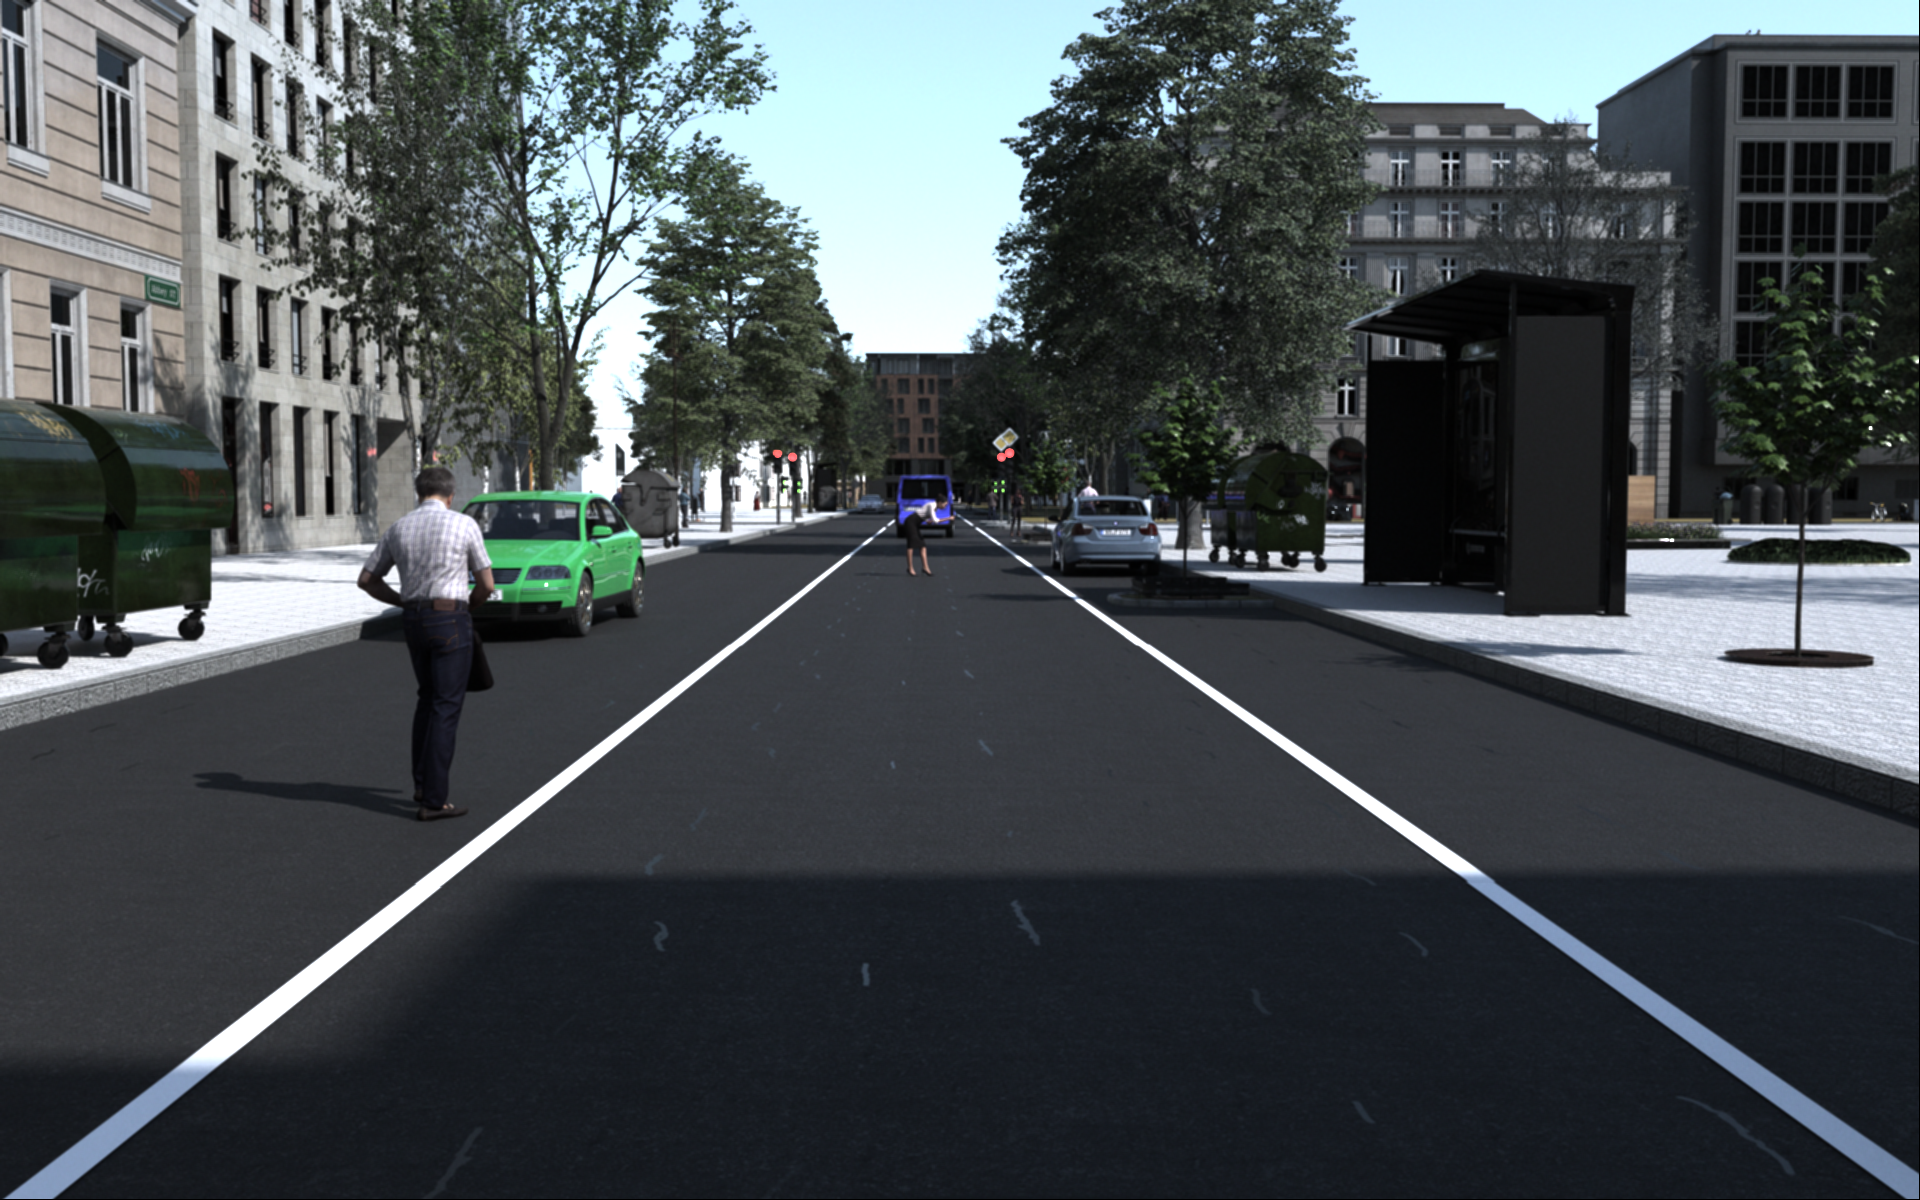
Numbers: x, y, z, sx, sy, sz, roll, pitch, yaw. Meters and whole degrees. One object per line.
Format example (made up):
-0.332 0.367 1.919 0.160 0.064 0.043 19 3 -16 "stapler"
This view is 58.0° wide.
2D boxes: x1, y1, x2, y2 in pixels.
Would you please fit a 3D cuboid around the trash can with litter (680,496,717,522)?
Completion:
-12.443 -4.265 80.796 1.678 1.210 2.233 -2 4 -32 "trash can with litter"

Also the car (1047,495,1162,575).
2.643 -1.212 31.817 2.014 1.417 4.499 0 4 -1 "car"

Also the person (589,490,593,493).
-21.652 -5.701 101.794 0.480 1.512 0.613 1 4 9 "person"

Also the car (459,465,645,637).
-4.611 -0.610 18.762 1.959 1.807 4.718 0 4 0 "car"

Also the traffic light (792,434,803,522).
-7.676 -5.545 79.902 0.839 4.213 0.868 0 4 -1 "traffic light"

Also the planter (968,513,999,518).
1.474 -5.121 104.861 1.991 0.319 1.994 0 4 -1 "planter"

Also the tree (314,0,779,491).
-7.335 -6.444 31.116 9.928 11.665 9.643 0 3 0 "tree"

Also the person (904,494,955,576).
-0.569 -1.139 30.304 0.799 1.438 0.628 -2 4 -28 "person"

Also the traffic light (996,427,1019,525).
2.030 -5.068 72.109 0.839 4.213 0.868 0 4 -1 "traffic light"

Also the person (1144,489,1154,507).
9.223 -4.662 84.479 0.429 1.552 0.499 -1 4 -16 "person"

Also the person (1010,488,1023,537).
1.928 -2.971 58.539 0.415 1.643 0.593 2 4 29 "person"

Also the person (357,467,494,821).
-2.406 0.176 7.830 0.614 1.554 0.590 0 4 8 "person"

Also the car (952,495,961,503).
-0.889 -12.792 221.504 2.083 1.381 4.827 0 4 1 "car"

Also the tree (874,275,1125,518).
3.676 -11.251 94.322 12.009 13.543 11.850 0 3 0 "tree"

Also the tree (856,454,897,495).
-11.264 -17.133 214.542 7.601 10.594 8.767 -1 4 -21 "tree"

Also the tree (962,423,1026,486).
3.601 -14.679 162.053 6.751 12.117 7.091 0 3 0 "tree"

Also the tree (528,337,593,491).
-27.733 -11.694 113.253 6.751 12.117 7.091 0 3 0 "tree"

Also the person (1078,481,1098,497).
4.166 -2.984 55.767 0.756 1.711 0.436 2 4 30 "person"

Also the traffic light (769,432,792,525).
-7.529 -5.056 71.918 0.839 4.213 0.868 0 4 -1 "traffic light"

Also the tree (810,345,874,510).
-9.522 -14.217 142.819 12.009 13.543 11.850 0 3 0 "tree"

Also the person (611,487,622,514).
-10.601 -2.794 54.421 0.574 1.496 0.600 3 4 39 "person"

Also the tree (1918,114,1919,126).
25.405 -7.338 42.035 6.751 12.117 7.091 0 3 0 "tree"

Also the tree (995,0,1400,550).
5.431 -8.152 39.936 9.857 13.997 8.962 0 3 0 "tree"

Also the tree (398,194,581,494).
-11.799 -5.649 42.727 4.737 8.622 4.395 0 3 0 "tree"

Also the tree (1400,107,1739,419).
19.611 -8.914 56.114 12.009 13.543 11.850 0 3 0 "tree"

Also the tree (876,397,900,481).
-10.920 -17.510 193.715 7.806 13.903 7.818 0 3 0 "tree"

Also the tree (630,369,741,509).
-22.832 -14.458 146.758 12.009 13.543 11.850 0 3 0 "tree"

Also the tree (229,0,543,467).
-7.622 -4.498 23.903 4.360 8.622 3.978 0 3 0 "tree"

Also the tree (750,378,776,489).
-11.209 -8.291 85.912 4.360 8.622 3.978 0 3 0 "tree"

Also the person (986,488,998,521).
1.639 -4.823 88.176 0.655 1.722 0.431 1 4 15 "person"

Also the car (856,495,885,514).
-6.572 -7.066 127.894 2.083 1.381 4.827 0 4 1 "car"

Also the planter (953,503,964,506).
-0.465 -11.585 210.552 1.991 0.319 1.994 0 4 -1 "planter"

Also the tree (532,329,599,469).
-30.200 -13.426 126.931 7.806 13.903 7.818 0 3 0 "tree"

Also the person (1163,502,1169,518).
10.989 -5.169 92.018 0.517 1.644 0.566 1 4 19 "person"

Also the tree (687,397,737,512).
-17.838 -10.495 121.962 4.737 8.622 4.395 0 3 0 "tree"

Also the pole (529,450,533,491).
-19.855 -5.278 80.138 0.158 3.312 0.155 0 3 0 "pole"

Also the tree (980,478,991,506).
2.645 -12.987 206.940 1.663 3.219 1.824 0 3 0 "tree"

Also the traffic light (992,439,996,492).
1.884 -5.556 80.093 0.839 4.213 0.868 0 4 -1 "traffic light"

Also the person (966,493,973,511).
0.811 -8.299 146.876 0.574 1.496 0.600 0 4 -7 "person"

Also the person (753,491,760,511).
-15.316 -7.456 130.408 0.523 1.526 0.387 0 4 5 "person"

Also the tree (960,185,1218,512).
4.700 -7.935 55.492 9.928 11.665 9.643 0 3 0 "tree"

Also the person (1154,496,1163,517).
10.988 -5.299 95.910 0.697 1.427 0.421 2 4 26 "person"

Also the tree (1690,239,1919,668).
6.407 -1.145 13.330 1.663 3.219 1.824 0 3 0 "tree"

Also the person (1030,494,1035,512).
4.243 -5.892 103.843 0.517 1.644 0.566 -2 4 -27 "person"

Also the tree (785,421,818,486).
-10.038 -9.423 104.432 4.360 8.622 3.978 0 3 0 "tree"

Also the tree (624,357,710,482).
-22.914 -13.120 136.573 6.751 12.117 7.091 0 3 0 "tree"

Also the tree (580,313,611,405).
-12.331 -6.031 48.964 4.737 8.622 4.395 0 3 0 "tree"

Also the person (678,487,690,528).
-10.407 -3.495 65.393 0.429 1.552 0.499 -1 4 -19 "person"

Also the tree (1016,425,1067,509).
7.154 -12.273 151.022 4.360 8.622 3.978 0 3 0 "tree"

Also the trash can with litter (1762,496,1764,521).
37.550 -4.251 80.889 0.624 1.170 1.055 2 4 32 "trash can with litter"

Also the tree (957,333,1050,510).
3.603 -14.048 137.102 7.806 13.903 7.818 0 3 0 "tree"

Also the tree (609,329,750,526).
-11.427 -7.245 68.817 4.360 8.622 3.978 0 3 0 "tree"

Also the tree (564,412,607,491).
-33.775 -13.129 149.068 7.601 10.594 8.767 -3 5 -45 "tree"

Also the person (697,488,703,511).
-19.630 -7.608 131.122 0.600 1.739 0.565 -3 5 -40 "person"

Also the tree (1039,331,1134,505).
5.238 -7.366 70.789 4.737 8.622 4.395 0 3 0 "tree"

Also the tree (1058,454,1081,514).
5.023 -5.406 82.989 1.663 3.219 1.824 0 3 0 "tree"

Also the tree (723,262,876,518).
-9.077 -11.378 93.458 7.806 13.903 7.818 0 3 0 "tree"

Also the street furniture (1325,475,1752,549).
15.102 -2.159 42.146 11.010 1.723 9.812 -1 4 -11 "street furniture"

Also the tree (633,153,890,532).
-7.601 -8.572 58.274 7.486 12.596 7.792 0 3 0 "tree"
